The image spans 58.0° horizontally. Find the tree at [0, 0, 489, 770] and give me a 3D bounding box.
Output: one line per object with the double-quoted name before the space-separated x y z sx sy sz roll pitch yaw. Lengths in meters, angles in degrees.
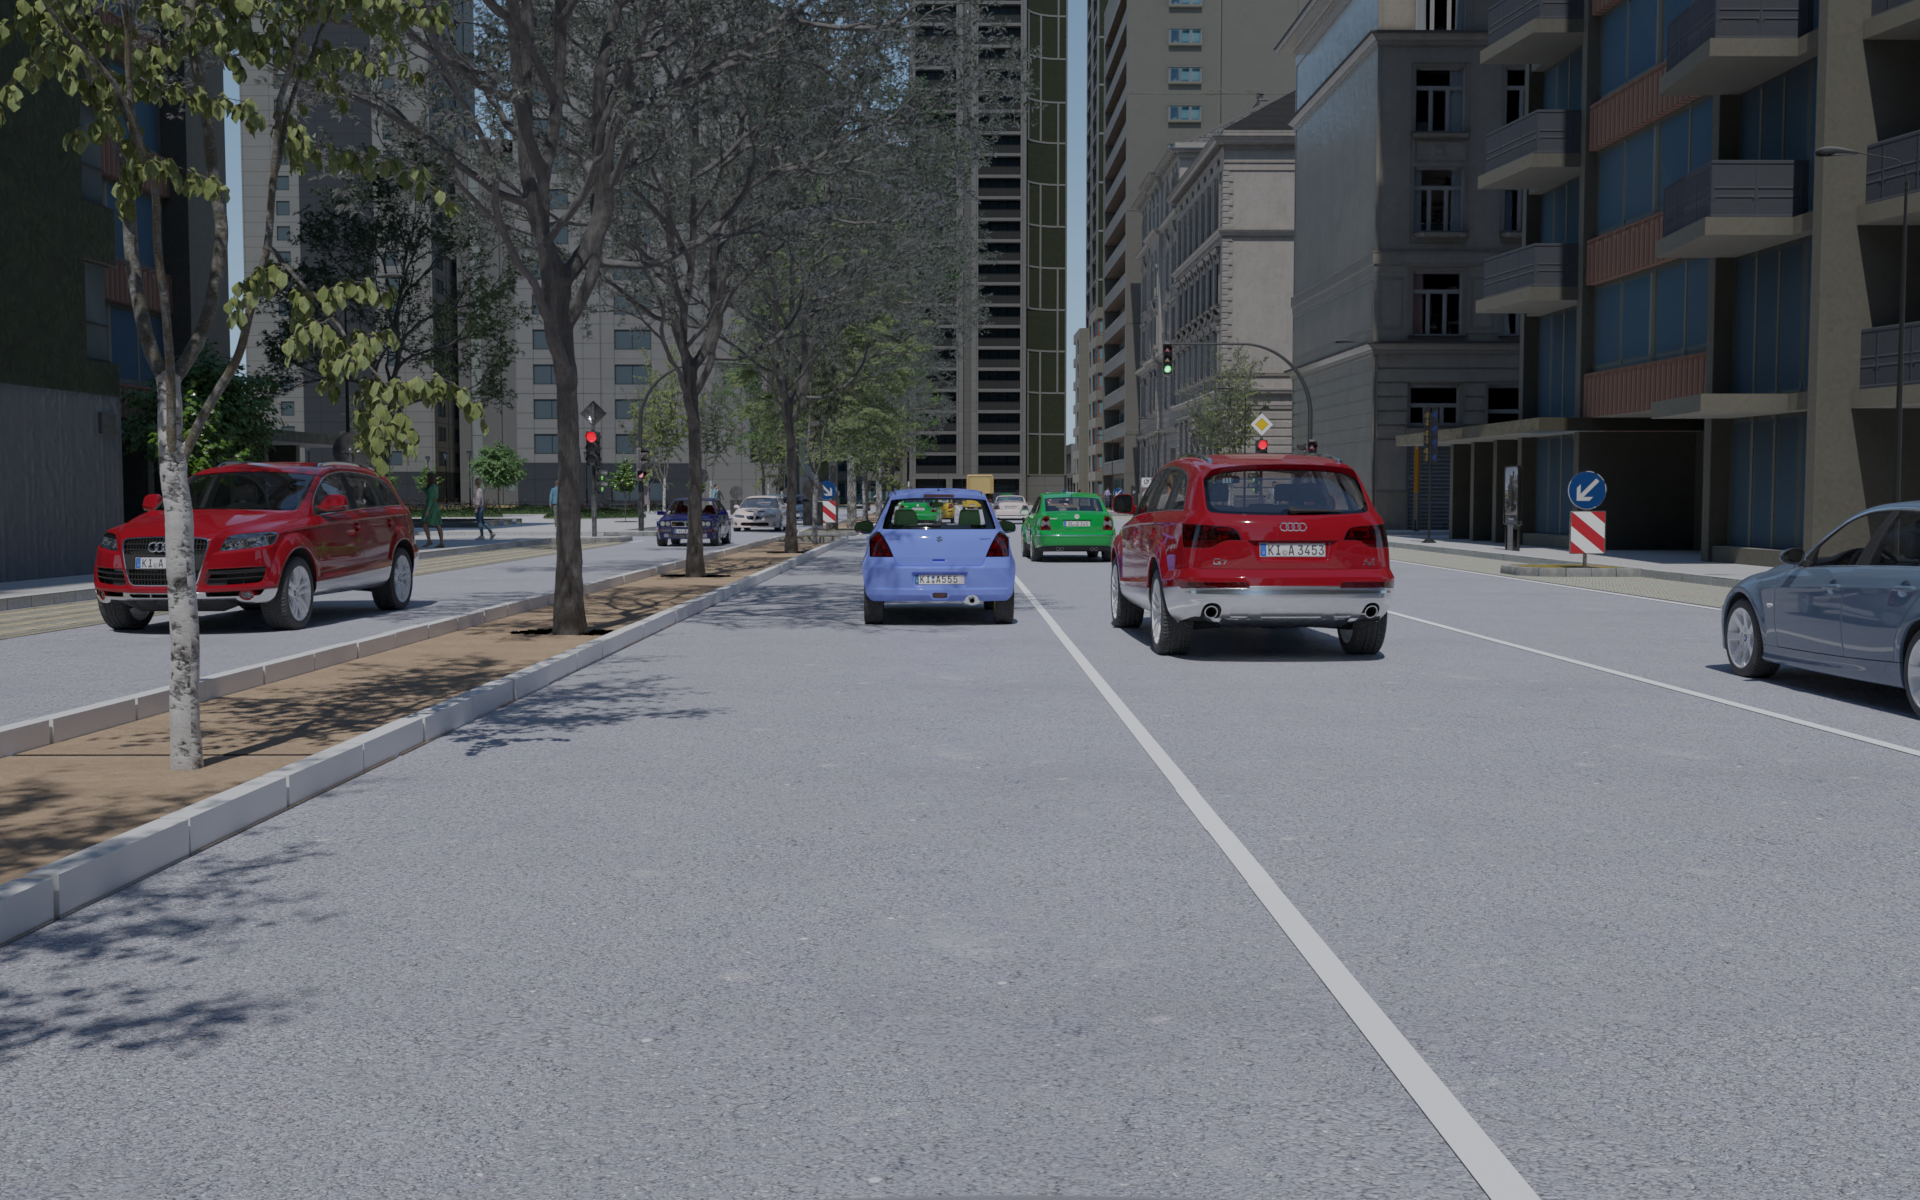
"tree" -3.974 -3.405 8.498 4.737 8.622 4.395 0 3 0

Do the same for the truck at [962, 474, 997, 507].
"truck" 1.948 -10.629 169.703 3.469 3.379 9.791 0 4 0

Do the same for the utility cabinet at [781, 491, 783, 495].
"utility cabinet" -13.291 -7.415 129.906 0.318 1.500 1.173 0 4 -4

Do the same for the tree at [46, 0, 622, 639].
"tree" -3.938 -6.376 17.080 12.009 13.543 11.850 0 3 0

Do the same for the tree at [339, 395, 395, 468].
"tree" -41.671 -10.454 121.288 4.360 8.622 3.978 0 3 0

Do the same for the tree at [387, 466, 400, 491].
"tree" -33.385 -6.494 100.784 1.663 3.219 1.824 0 3 0

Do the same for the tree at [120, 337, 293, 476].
"tree" -15.381 -3.168 35.507 4.285 4.588 4.351 0 3 0

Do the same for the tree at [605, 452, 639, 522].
"tree" -15.286 -5.157 78.915 1.663 3.219 1.824 0 3 0

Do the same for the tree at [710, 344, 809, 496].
"tree" -13.699 -11.853 119.549 9.928 11.665 9.643 0 3 0

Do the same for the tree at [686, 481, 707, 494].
"tree" -19.781 -8.373 131.495 1.663 3.219 1.824 0 3 0

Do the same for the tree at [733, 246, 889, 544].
"tree" -4.176 -5.924 49.671 4.360 8.622 3.978 0 3 0

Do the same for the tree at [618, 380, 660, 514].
"tree" -19.868 -9.793 110.476 4.360 8.622 3.978 0 3 0

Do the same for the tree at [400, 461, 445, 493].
"tree" -30.842 -6.440 99.902 1.663 3.219 1.824 0 3 0

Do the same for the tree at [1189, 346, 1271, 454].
"tree" 13.476 -8.286 85.834 4.737 8.622 4.395 0 3 0

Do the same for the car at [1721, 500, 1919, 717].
"car" 6.942 -0.003 12.056 2.014 1.417 4.499 0 4 1

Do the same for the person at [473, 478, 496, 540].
"person" -13.409 -2.575 48.823 0.598 1.740 0.731 -1 4 -14

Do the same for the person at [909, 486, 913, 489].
"person" -2.249 -4.439 81.178 0.778 1.811 0.616 2 4 31

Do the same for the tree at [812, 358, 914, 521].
"tree" -4.613 -8.002 83.652 4.737 8.622 4.395 0 3 0

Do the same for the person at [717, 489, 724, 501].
"person" -16.293 -6.762 116.372 0.755 1.850 0.659 -3 5 -39

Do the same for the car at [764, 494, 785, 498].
"car" -11.282 -5.694 105.093 2.014 1.417 4.499 0 4 -2

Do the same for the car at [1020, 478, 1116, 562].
"car" 2.339 -1.794 38.128 1.959 1.807 4.718 0 4 -2

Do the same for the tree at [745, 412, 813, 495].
"tree" -14.363 -11.011 130.396 4.737 8.622 4.395 0 3 0

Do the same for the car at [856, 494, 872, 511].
"car" -8.596 -8.514 148.991 2.009 1.686 4.222 0 4 -1

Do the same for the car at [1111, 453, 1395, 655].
"car" 2.706 -0.509 16.996 2.281 1.827 5.304 0 4 -2

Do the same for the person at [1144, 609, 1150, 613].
"person" 2.550 -0.701 20.715 0.760 1.731 0.466 1 4 19

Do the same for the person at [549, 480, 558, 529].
"person" -14.670 -3.473 63.178 0.601 1.785 0.444 -1 4 -14

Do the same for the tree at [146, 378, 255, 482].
"tree" -12.732 -2.109 29.084 1.663 3.219 1.824 0 3 0

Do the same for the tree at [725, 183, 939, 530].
"tree" -4.657 -8.660 62.173 7.486 12.596 7.792 0 3 0

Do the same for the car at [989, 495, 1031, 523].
"car" 2.406 -4.362 83.685 2.083 1.381 4.827 0 4 0

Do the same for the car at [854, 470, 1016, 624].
"car" -0.283 -0.661 20.406 1.945 1.707 3.694 0 4 -2

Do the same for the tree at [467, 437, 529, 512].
"tree" -26.652 -7.101 99.818 4.285 4.588 4.351 0 3 0

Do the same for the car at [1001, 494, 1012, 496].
"car" 5.463 -11.843 202.436 1.959 1.807 4.718 0 4 1

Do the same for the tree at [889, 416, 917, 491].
"tree" -5.180 -10.773 128.950 4.360 8.622 3.978 0 3 0

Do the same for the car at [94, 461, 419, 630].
"car" -7.932 -0.690 19.959 2.281 1.827 5.304 0 4 1

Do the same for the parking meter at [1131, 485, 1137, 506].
"parking meter" 11.582 -6.701 115.277 0.399 1.863 0.255 0 4 2

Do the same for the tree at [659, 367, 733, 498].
"tree" -13.916 -8.970 97.029 4.360 8.622 3.978 0 3 0

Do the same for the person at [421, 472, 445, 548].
"person" -12.570 -2.140 41.280 0.529 1.795 0.600 -1 4 -13

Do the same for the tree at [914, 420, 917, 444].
"tree" -4.573 -9.038 100.587 4.737 8.622 4.395 0 3 0

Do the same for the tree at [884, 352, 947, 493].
"tree" -4.676 -11.779 120.799 9.928 11.665 9.643 0 3 0

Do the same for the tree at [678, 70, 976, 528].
"tree" -5.785 -13.145 73.259 12.611 20.169 13.585 0 3 0

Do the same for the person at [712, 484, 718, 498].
"person" -13.404 -5.389 94.166 0.620 1.820 0.660 -1 4 -13

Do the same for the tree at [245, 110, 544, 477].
"tree" -13.787 -6.570 41.830 7.601 10.594 8.767 0 4 5

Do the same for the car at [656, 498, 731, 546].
"car" -7.472 -2.212 48.754 1.945 1.354 3.894 0 4 -1

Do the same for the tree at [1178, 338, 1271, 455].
"tree" 12.388 -7.996 81.100 4.360 8.622 3.978 0 3 0

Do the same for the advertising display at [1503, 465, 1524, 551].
"advertising display" 12.525 -2.080 39.225 0.123 1.923 0.974 0 4 0

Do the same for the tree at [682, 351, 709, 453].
"tree" -14.202 -8.126 83.228 4.737 8.622 4.395 0 3 0

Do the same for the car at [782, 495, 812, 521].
"car" -7.763 -4.303 82.356 2.014 1.417 4.499 0 4 -2

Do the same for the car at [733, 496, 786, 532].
"car" -7.729 -3.387 67.746 2.083 1.381 4.827 0 4 1
